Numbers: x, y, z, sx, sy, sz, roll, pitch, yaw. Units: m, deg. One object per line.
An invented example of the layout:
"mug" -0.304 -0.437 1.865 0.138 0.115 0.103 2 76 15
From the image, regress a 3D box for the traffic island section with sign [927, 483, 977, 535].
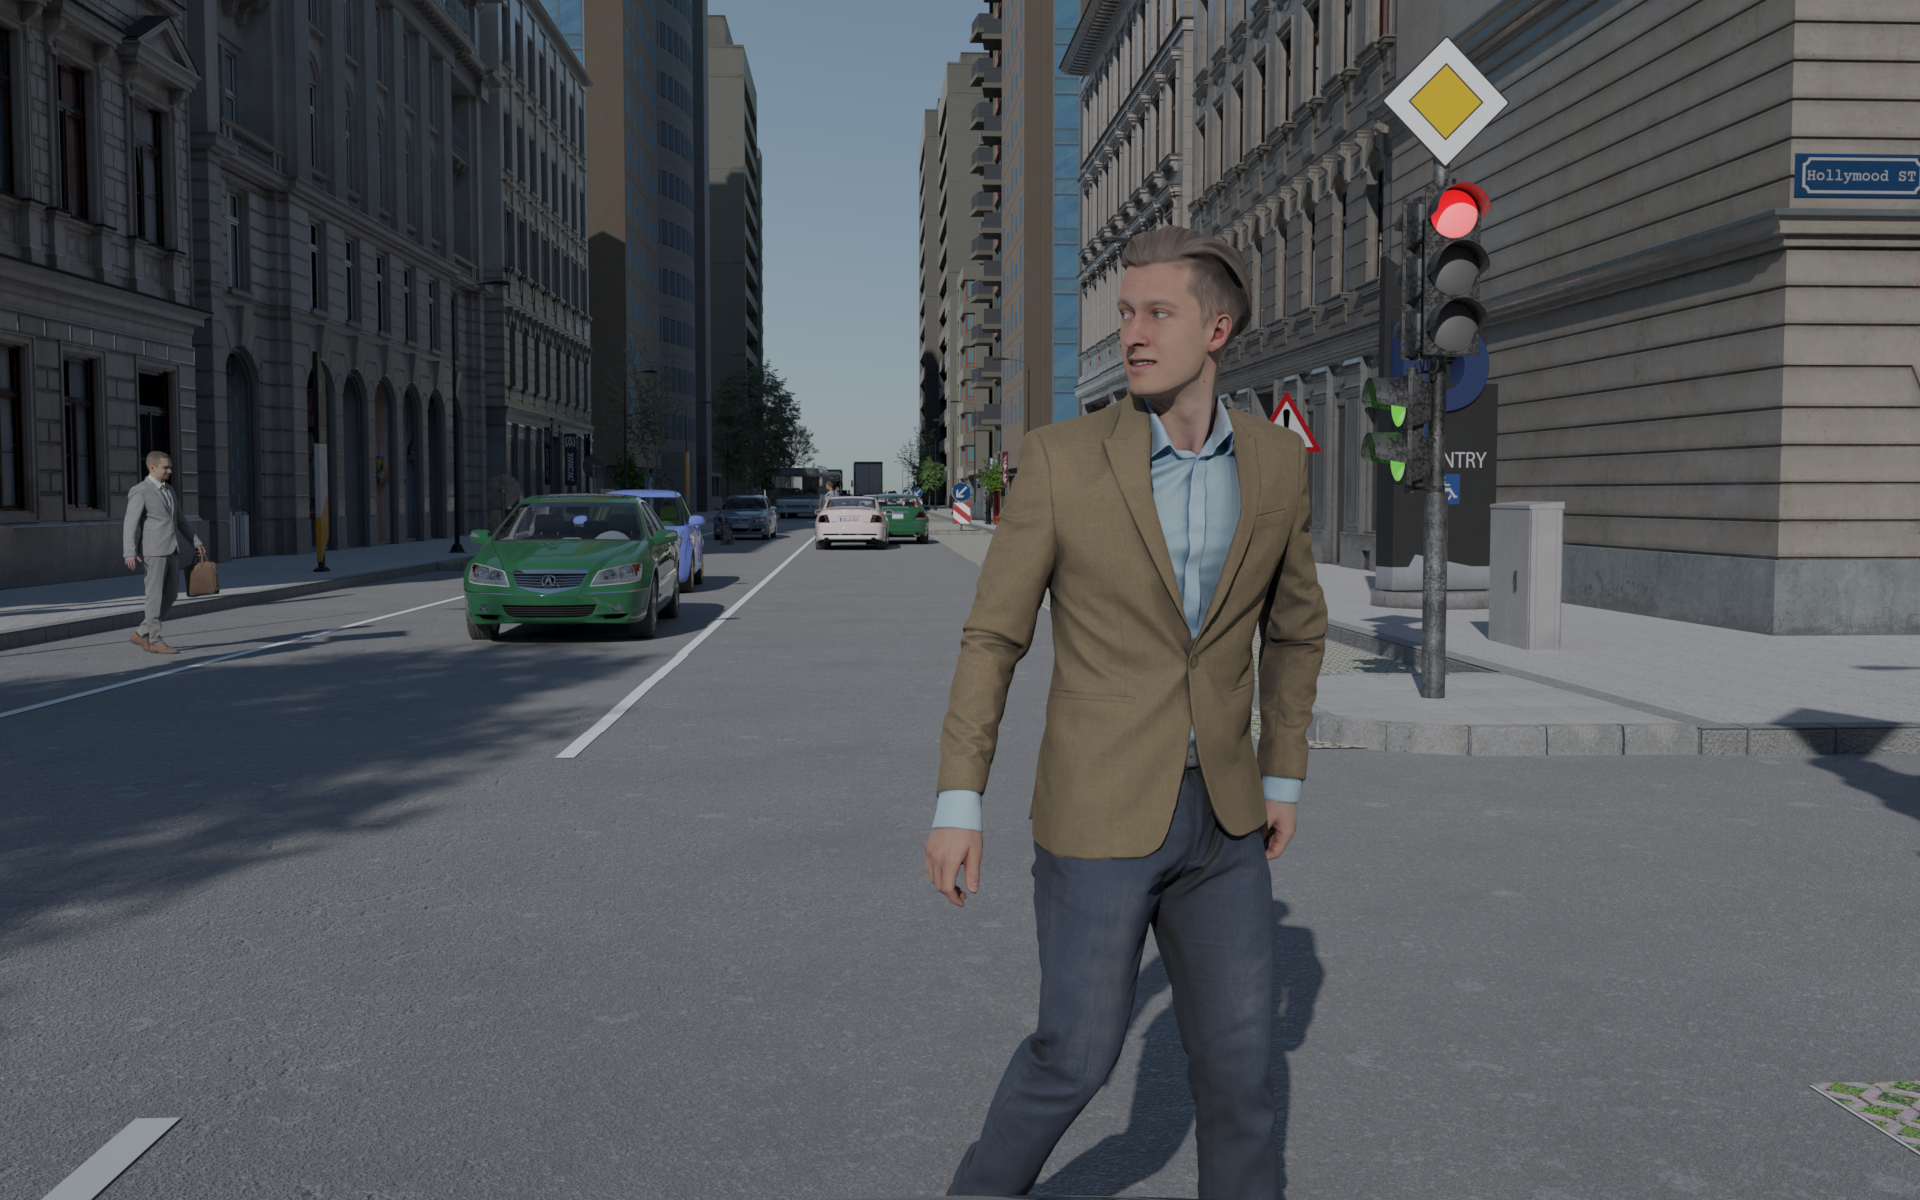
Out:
"traffic island section with sign" -0.097 -3.184 60.688 1.989 1.847 2.006 0 4 -3

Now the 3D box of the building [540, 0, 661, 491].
"building" -23.708 -26.974 91.132 14.600 45.320 14.200 0 4 -3

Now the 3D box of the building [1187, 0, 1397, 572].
"building" 11.056 -11.441 36.204 9.793 20.994 18.267 0 4 -3

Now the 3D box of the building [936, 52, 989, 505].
"building" 8.748 -34.508 187.901 21.300 48.544 21.600 0 4 -3

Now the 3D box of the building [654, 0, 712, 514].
"building" -28.070 -34.868 112.084 21.231 58.520 28.212 0 4 -3

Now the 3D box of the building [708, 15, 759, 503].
"building" -32.311 -34.020 179.927 21.300 48.544 21.600 0 4 -3

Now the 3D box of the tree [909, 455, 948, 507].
"tree" -2.705 -10.022 147.571 4.285 4.588 4.351 0 3 0

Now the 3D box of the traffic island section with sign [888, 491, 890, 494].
"traffic island section with sign" -7.488 -11.285 193.130 1.989 1.847 2.006 0 4 -3

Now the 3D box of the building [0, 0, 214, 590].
"building" -17.372 -9.536 20.549 10.561 19.102 19.286 0 4 -3

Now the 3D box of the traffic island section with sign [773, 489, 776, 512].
"traffic island section with sign" -14.600 -7.862 137.167 1.989 1.847 2.006 0 4 -3

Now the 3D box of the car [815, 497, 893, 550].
"car" -2.829 -2.051 45.904 2.083 1.381 4.827 0 4 -1

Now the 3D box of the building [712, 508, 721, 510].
"building" -35.840 -27.304 138.305 32.217 40.220 23.993 0 4 -3

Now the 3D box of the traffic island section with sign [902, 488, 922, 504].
"traffic island section with sign" -2.833 -6.184 109.729 1.989 1.847 2.006 0 4 -3

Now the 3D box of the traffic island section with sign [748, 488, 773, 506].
"traffic island section with sign" -13.052 -6.175 109.583 1.989 1.847 2.006 0 4 -3

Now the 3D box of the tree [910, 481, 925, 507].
"tree" -4.082 -10.914 173.045 1.663 3.219 1.824 0 3 0

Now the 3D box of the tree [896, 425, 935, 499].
"tree" -4.333 -14.056 180.173 4.360 8.622 3.978 0 3 0

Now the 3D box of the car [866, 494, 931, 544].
"car" -1.886 -2.390 50.880 2.131 1.459 4.920 0 4 -3

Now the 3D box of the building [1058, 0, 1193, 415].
"building" 9.145 -13.133 65.634 10.553 20.767 40.483 0 4 -3

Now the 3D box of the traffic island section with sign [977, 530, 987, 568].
"traffic island section with sign" 1.427 -1.513 33.361 1.989 1.847 2.006 0 4 -3

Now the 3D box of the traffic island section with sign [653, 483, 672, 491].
"traffic island section with sign" -10.302 -3.147 60.081 1.989 1.847 2.006 0 4 -3

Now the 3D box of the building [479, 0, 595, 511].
"building" -19.762 -13.142 64.014 9.793 20.994 18.267 0 4 -3

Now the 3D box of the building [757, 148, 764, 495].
"building" -29.971 -31.486 198.397 14.154 41.232 14.086 0 4 -3

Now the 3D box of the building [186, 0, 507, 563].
"building" -20.214 -12.278 42.551 13.314 21.916 24.055 0 4 -3

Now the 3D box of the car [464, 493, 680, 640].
"car" -4.051 -0.415 18.591 2.131 1.459 4.920 0 4 -5

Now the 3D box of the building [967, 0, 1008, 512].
"building" 12.027 -28.251 116.536 22.147 44.769 28.867 0 4 -3

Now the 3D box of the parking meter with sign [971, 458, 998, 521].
"parking meter with sign" 1.140 -5.374 84.132 0.543 3.016 1.738 -2 4 -33

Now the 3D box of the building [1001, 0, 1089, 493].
"building" 9.738 -27.202 94.865 14.600 45.320 14.200 0 4 -3

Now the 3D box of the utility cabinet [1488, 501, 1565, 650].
"utility cabinet" 4.786 -0.217 14.702 0.306 1.237 1.020 0 4 -1

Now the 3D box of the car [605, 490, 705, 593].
"car" -4.801 -1.013 26.147 1.945 1.707 3.694 0 4 -5

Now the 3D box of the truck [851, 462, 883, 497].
"truck" -8.272 -10.142 154.731 2.839 4.237 11.283 0 4 -4

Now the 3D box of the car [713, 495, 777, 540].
"car" -6.852 -2.666 55.587 2.014 1.417 4.499 0 4 -2

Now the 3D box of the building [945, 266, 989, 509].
"building" 13.235 -18.447 146.644 27.650 21.520 28.899 0 4 -3

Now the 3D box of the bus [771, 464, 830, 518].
"bus" -9.566 -6.784 105.776 2.948 3.499 13.247 0 4 -2

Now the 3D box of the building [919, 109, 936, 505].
"building" 6.063 -35.819 209.345 21.300 48.544 21.600 0 4 -3

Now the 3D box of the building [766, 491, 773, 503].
"building" -39.755 -32.145 217.453 32.217 40.220 23.993 0 4 -3

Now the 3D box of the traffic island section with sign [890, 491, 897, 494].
"traffic island section with sign" -4.393 -7.896 137.724 1.989 1.847 2.006 0 4 -3

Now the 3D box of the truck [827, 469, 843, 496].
"truck" -14.758 -12.821 198.544 2.839 4.237 11.283 0 4 -3

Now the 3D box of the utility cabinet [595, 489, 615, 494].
"utility cabinet" -14.731 -3.868 71.919 0.318 1.500 1.173 1 4 18

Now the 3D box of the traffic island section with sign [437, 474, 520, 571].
"traffic island section with sign" -8.790 -1.501 33.168 1.989 1.847 2.006 0 4 -3

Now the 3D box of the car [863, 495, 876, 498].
"car" -5.605 -6.064 111.513 2.083 1.381 4.827 0 4 -4

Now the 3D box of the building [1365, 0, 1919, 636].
"building" 23.976 -12.349 20.986 34.723 24.649 14.460 0 4 -3
